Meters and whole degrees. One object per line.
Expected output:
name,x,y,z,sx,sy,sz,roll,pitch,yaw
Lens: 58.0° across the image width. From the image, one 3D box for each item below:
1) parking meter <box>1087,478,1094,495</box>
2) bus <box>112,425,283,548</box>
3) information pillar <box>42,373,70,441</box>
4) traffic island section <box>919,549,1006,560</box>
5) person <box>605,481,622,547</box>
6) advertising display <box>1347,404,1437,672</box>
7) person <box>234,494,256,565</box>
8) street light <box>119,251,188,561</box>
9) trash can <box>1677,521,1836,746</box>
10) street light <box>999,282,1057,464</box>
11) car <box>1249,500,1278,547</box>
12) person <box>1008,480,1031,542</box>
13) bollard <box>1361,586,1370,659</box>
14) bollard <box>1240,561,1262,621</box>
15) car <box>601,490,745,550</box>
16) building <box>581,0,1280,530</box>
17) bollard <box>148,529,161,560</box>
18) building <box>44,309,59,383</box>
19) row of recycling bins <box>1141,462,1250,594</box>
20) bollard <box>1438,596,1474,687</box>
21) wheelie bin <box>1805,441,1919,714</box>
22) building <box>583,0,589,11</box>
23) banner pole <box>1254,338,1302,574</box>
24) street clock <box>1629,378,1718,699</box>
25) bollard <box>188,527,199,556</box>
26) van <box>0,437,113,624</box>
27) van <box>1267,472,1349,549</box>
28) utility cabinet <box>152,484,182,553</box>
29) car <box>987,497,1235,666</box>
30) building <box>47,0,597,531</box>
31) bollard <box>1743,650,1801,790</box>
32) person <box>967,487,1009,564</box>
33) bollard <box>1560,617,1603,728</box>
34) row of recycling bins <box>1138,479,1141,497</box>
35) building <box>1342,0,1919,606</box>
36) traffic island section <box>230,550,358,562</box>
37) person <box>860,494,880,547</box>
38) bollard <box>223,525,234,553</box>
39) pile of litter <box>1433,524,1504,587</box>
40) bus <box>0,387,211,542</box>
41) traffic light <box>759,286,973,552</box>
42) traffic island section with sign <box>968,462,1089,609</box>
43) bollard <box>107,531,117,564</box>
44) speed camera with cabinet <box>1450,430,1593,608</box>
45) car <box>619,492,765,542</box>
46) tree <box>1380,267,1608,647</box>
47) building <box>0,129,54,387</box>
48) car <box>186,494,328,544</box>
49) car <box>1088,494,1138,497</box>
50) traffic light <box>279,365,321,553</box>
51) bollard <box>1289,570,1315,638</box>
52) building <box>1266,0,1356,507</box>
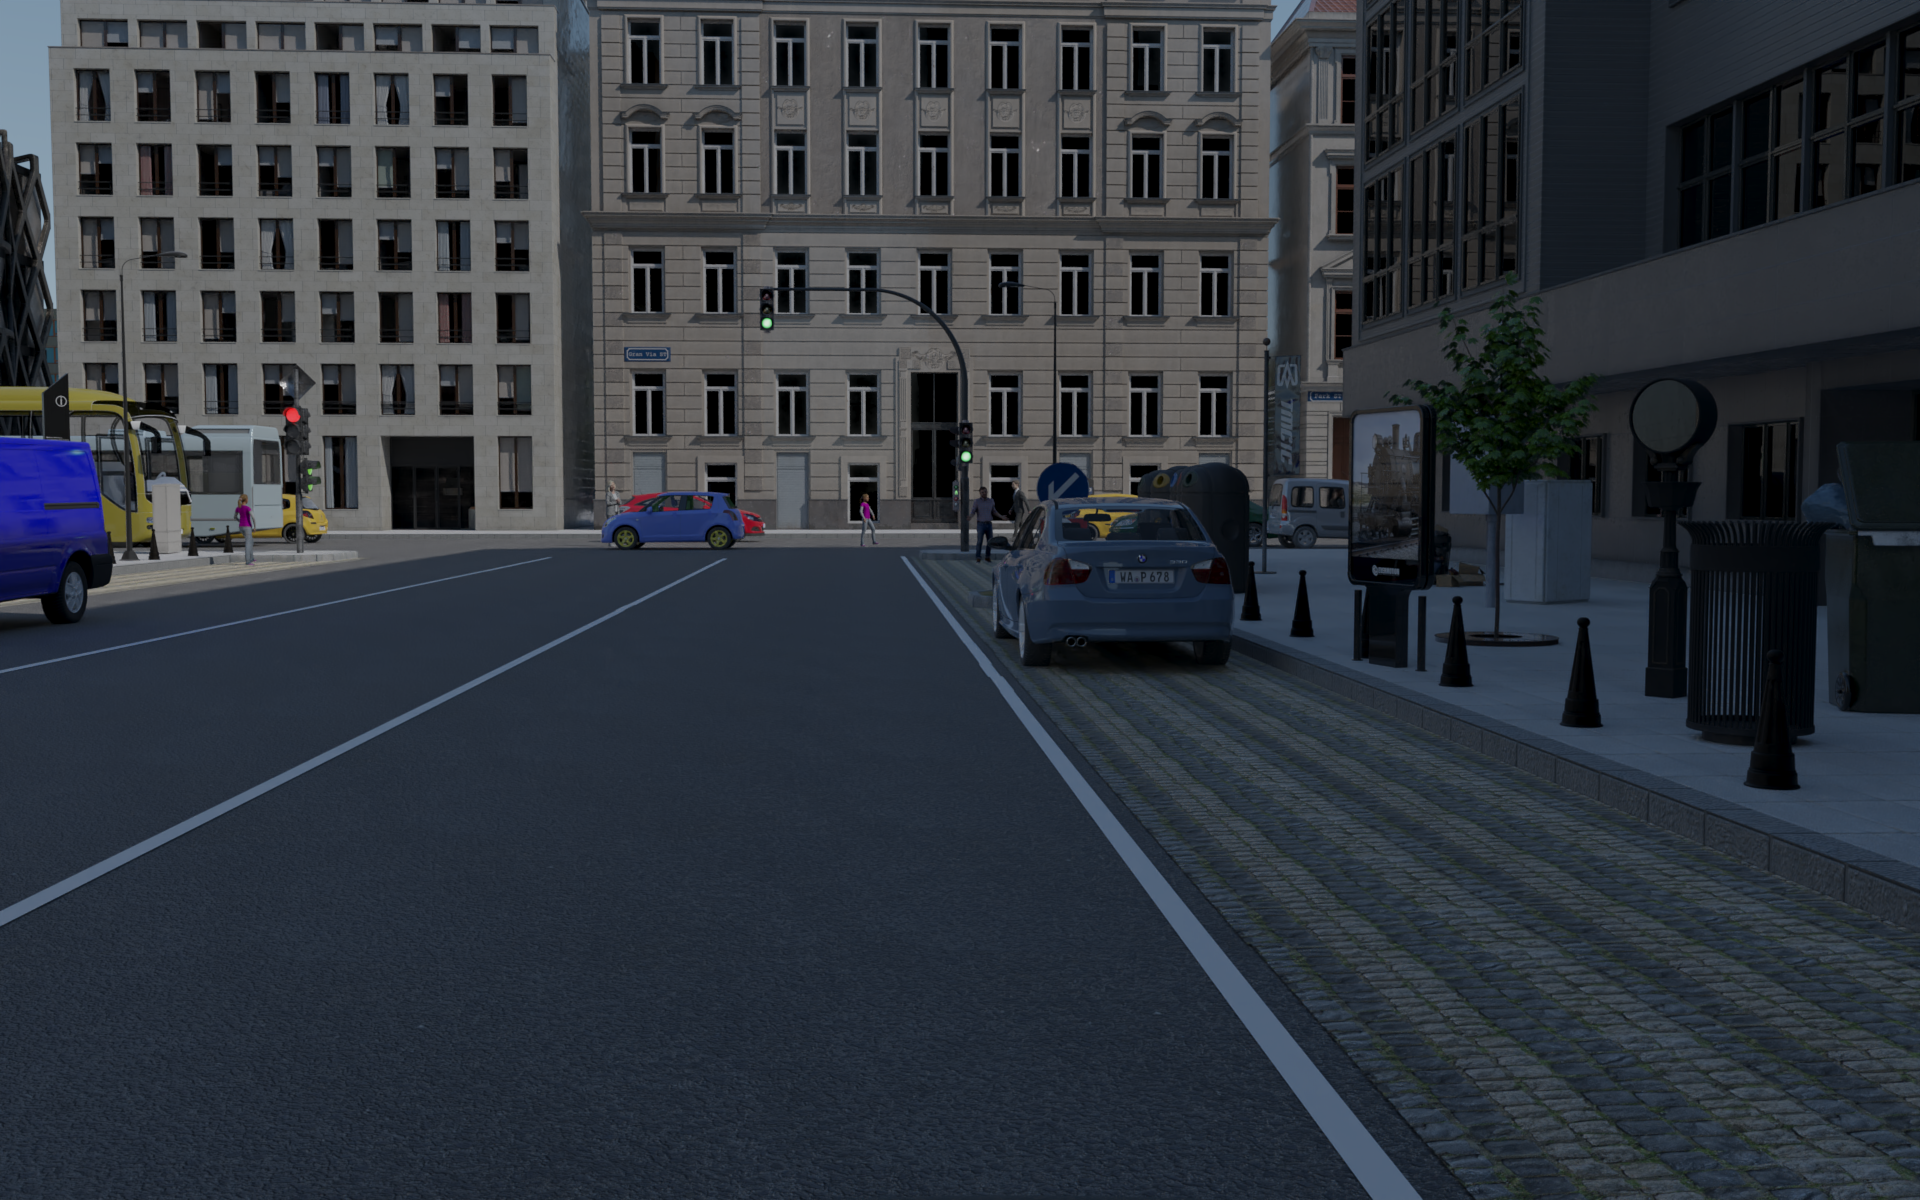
parking meter,4.390,-3.291,59.527,0.399,1.863,0.255,-2,4,-29
bus,-25.492,-3.176,46.787,13.247,3.499,2.948,0,4,-4
information pillar,-17.366,-2.569,33.360,0.183,3.616,0.504,3,5,40
traffic island section,0.121,-0.999,38.610,2.009,0.180,2.903,0,4,-3
person,-9.454,-2.369,47.409,0.526,1.800,0.537,3,5,43
advertising display,3.202,-0.470,12.897,0.123,1.923,0.974,-1,4,-19
person,-14.274,-1.413,34.831,0.726,1.435,0.776,1,4,17
street light,-15.476,-3.714,33.258,1.470,5.913,1.316,0,4,-3
trash can,4.111,0.163,8.988,0.748,1.137,0.748,0,3,0
street light,1.546,-4.009,38.084,1.470,5.913,1.316,0,4,-3
car,6.549,-2.196,47.701,4.920,1.459,2.131,0,4,-3
person,1.699,-2.660,51.775,0.755,1.850,0.659,-1,4,-19
bollard,3.204,0.151,13.576,0.229,0.601,0.229,0,3,0
bollard,2.957,-0.095,17.590,0.229,0.601,0.229,0,3,0
car,-7.479,-2.173,45.119,3.694,1.707,1.945,0,4,-2
building,-1.253,-16.501,67.049,25.104,27.353,12.463,0,4,-3
bollard,-15.709,-1.083,33.746,0.229,0.601,0.229,0,3,0
building,-72.614,-20.248,176.086,28.899,21.520,27.650,0,4,-3
row of recycling bins,3.306,-1.025,23.874,1.069,1.692,3.534,0,4,-2
bollard,3.322,0.273,11.581,0.229,0.601,0.229,0,3,0
wheelie bin,5.519,-0.147,10.320,0.980,1.594,0.693,1,4,11
building,-36.437,-42.580,134.435,20.563,71.187,20.611,0,4,-3
banner pole,5.082,-2.303,27.678,0.863,3.779,0.401,3,5,41
street clock,4.476,-0.388,10.922,0.358,2.002,0.471,-3,5,-40
bollard,-15.834,-1.205,35.740,0.229,0.601,0.229,0,3,0
van,-10.626,-0.801,17.483,2.240,2.365,5.245,0,4,-4
van,10.221,-2.365,45.677,4.112,2.044,2.013,0,4,-5
utility cabinet,-17.141,-1.757,37.406,0.318,1.500,1.173,-1,4,-11
car,1.289,-0.225,15.674,2.014,1.417,4.499,0,4,-4
building,-22.846,-12.847,64.802,16.860,20.320,10.420,0,4,-3
bollard,3.566,0.517,7.589,0.229,0.601,0.229,0,3,0
person,0.498,-1.535,35.550,0.963,1.587,0.435,-2,4,-28
bollard,3.445,0.395,9.584,0.229,0.601,0.229,0,3,0
row of recycling bins,3.825,-1.449,30.797,1.069,1.692,3.534,1,4,14
building,15.478,-12.293,20.057,14.314,24.678,30.058,0,4,-3
traffic island section,-14.394,-0.945,37.734,2.009,0.180,2.903,0,4,-3
person,-2.432,-2.174,47.281,0.776,1.435,0.726,2,4,25
bollard,-15.952,-1.327,37.746,0.229,0.601,0.229,0,3,0
pile of litter,6.836,-0.632,24.293,1.719,0.858,1.176,0,4,2
bus,-24.139,-2.978,40.233,12.252,3.916,2.896,0,4,-2
traffic light,-2.002,-3.887,38.225,4.771,5.953,1.251,0,4,-3
traffic island section with sign,1.124,-0.831,22.211,1.989,1.847,2.006,0,4,-3
bollard,-15.589,-0.960,31.742,0.229,0.601,0.229,0,3,0
speed camera with cabinet,6.544,-1.578,20.136,2.038,3.252,0.660,-3,4,-38
car,-8.102,-2.626,51.968,4.494,1.783,2.155,0,4,-4
tree,4.741,-1.237,14.834,1.663,3.219,1.824,0,3,0
building,-45.660,-12.220,67.246,16.811,18.784,16.820,0,4,-3
car,-20.605,-2.468,50.583,3.980,1.641,2.015,0,4,-2
car,4.953,-2.454,50.341,3.980,1.641,2.015,0,4,-5
traffic light,-14.353,-2.977,37.602,0.839,4.253,0.868,0,4,-3
bollard,3.080,0.028,15.578,0.229,0.601,0.229,0,3,0
building,22.077,-14.184,68.069,21.152,22.565,11.583,0,4,-3
